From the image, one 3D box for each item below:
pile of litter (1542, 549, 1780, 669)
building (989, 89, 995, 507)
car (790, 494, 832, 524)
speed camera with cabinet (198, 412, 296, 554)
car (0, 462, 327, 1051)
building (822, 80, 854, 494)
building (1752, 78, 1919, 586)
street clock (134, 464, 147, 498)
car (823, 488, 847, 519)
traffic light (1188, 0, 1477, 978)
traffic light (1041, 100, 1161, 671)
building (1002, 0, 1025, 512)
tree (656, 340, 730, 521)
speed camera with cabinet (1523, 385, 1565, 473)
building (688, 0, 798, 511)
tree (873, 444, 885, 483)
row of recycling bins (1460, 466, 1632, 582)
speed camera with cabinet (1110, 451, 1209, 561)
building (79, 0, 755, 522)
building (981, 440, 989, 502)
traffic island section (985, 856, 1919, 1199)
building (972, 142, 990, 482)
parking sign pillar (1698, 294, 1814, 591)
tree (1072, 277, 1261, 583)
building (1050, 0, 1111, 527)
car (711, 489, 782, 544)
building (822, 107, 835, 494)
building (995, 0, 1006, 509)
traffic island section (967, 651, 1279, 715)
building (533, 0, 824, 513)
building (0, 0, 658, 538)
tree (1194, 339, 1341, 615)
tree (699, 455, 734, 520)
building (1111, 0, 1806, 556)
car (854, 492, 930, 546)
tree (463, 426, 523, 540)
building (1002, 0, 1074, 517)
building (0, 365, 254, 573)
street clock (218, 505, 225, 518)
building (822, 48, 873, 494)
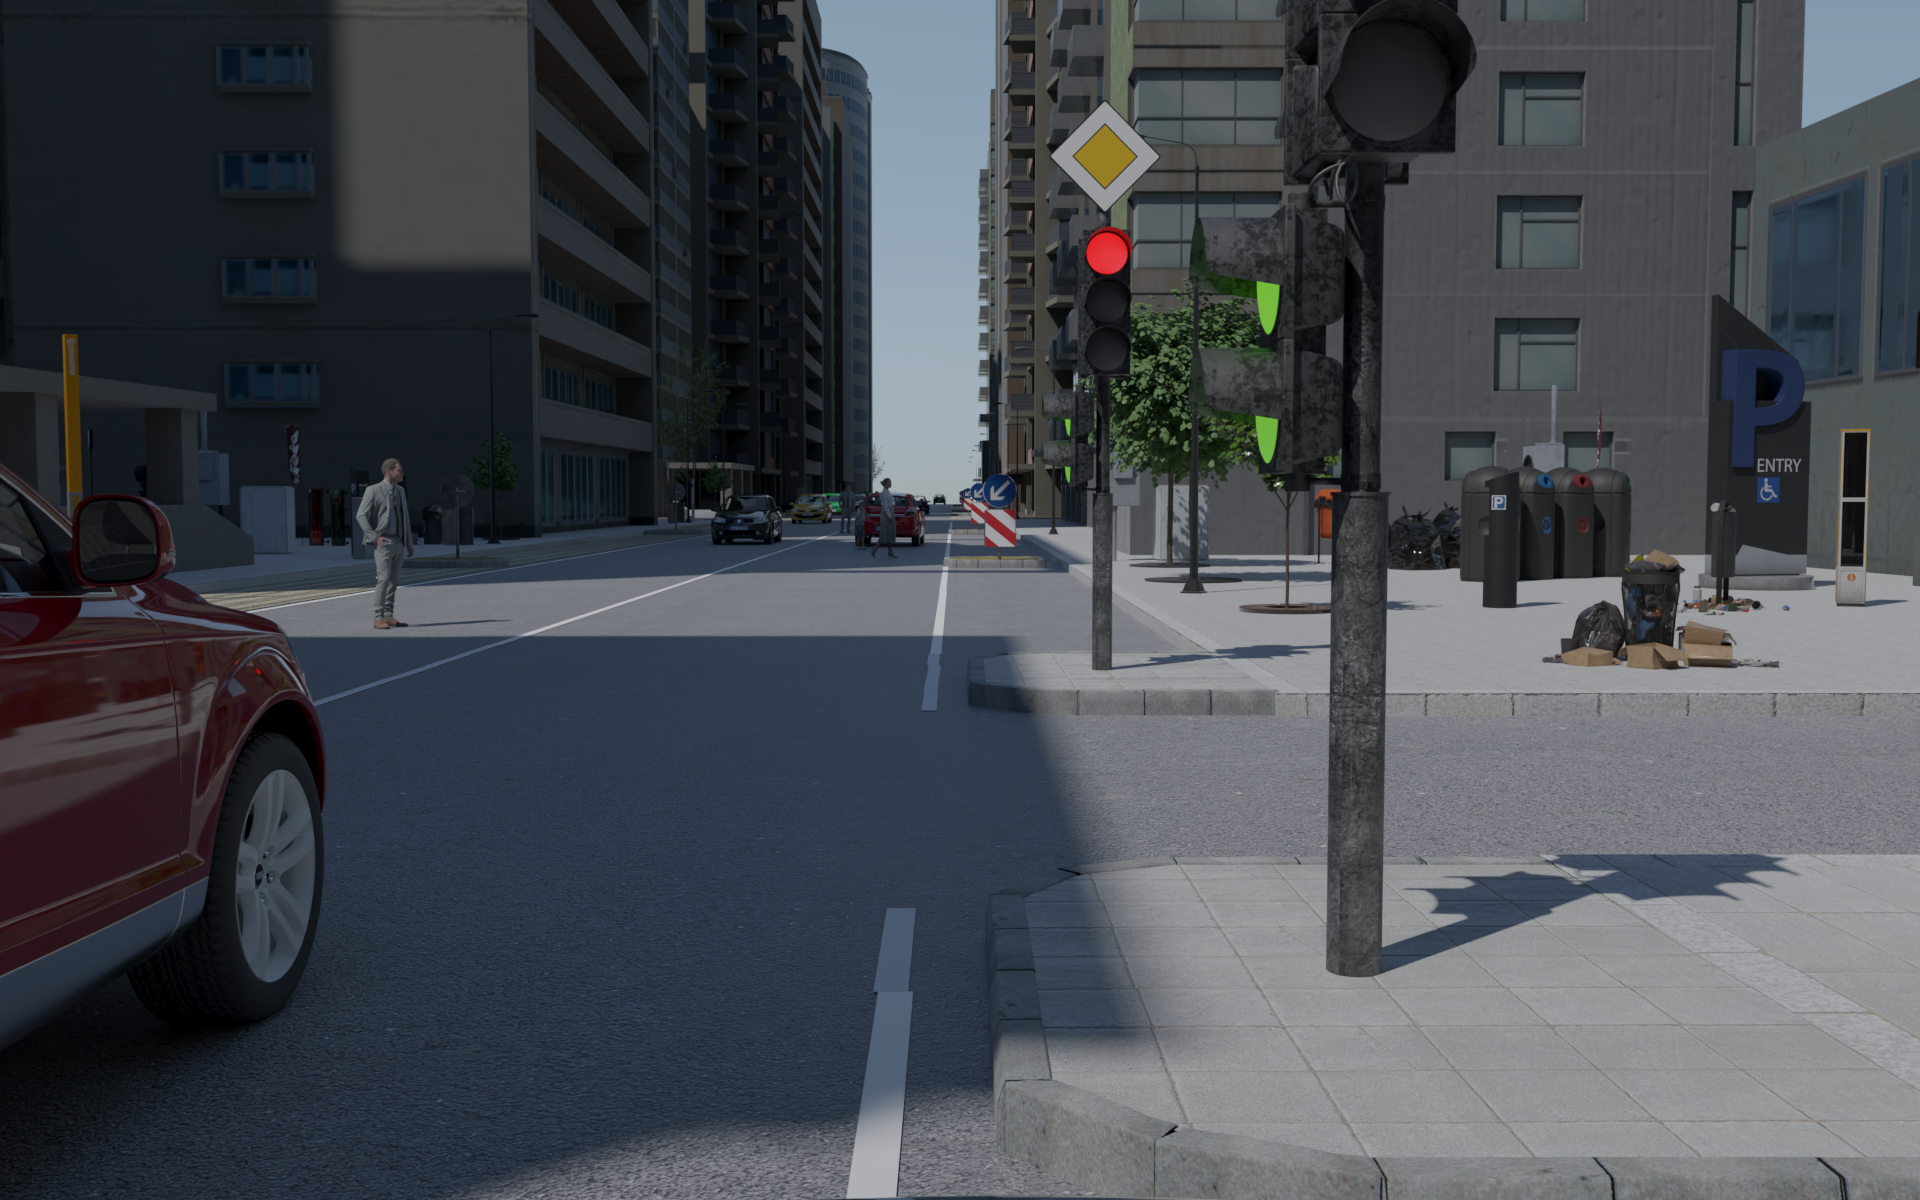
[{"bbox_3d":[5.326,0.054,13.090,1.719,0.858,1.176,1,4,22],"label":"pile of litter"},{"bbox_3d":[10.023,-30.260,178.337,14.154,41.232,14.086,0,4,0],"label":"building"},{"bbox_3d":[-7.254,-4.560,84.784,2.015,1.641,3.980,0,4,1],"label":"car"},{"bbox_3d":[-15.382,-2.615,37.092,2.038,3.252,0.660,0,4,-4],"label":"speed camera with cabinet"},{"bbox_3d":[-2.833,0.343,3.073,2.281,1.827,5.304,0,4,-1],"label":"car"},{"bbox_3d":[-19.447,-33.128,191.754,14.600,45.320,14.200,0,4,0],"label":"building"},{"bbox_3d":[28.830,-43.249,19.798,31.000,86.520,22.319,0,4,0],"label":"building"},{"bbox_3d":[-19.777,-2.293,42.060,0.358,2.002,0.471,1,4,10],"label":"street clock"},{"bbox_3d":[-7.514,-5.714,102.213,1.959,1.807,4.718,0,4,-2],"label":"car"},{"bbox_3d":[1.043,-0.956,4.552,0.839,4.253,0.868,0,4,0],"label":"traffic light"},{"bbox_3d":[1.018,-1.444,12.537,0.839,4.253,0.868,0,4,0],"label":"traffic light"},{"bbox_3d":[10.167,-29.171,127.055,14.600,45.320,14.200,0,4,0],"label":"building"},{"bbox_3d":[-12.919,-8.067,82.251,4.737,8.622,4.395,0,3,0],"label":"tree"},{"bbox_3d":[10.603,-2.317,32.225,0.660,3.252,2.038,0,4,-1],"label":"speed camera with cabinet"},{"bbox_3d":[-23.580,-28.809,125.653,22.147,44.769,28.867,0,4,0],"label":"building"},{"bbox_3d":[-12.683,-18.173,247.492,4.360,8.622,3.978,0,3,0],"label":"tree"},{"bbox_3d":[8.869,-1.172,26.269,3.534,1.692,1.069,-2,4,-35],"label":"row of recycling bins"},{"bbox_3d":[3.741,-2.385,33.329,2.038,3.252,0.660,-1,4,-9],"label":"speed camera with cabinet"},{"bbox_3d":[-28.661,-24.924,99.396,32.217,40.220,23.993,0,4,0],"label":"building"},{"bbox_3d":[13.837,-54.255,199.738,22.319,86.520,31.000,0,4,0],"label":"building"},{"bbox_3d":[1.083,1.077,4.666,2.009,0.180,2.903,0,4,0],"label":"traffic island section"},{"bbox_3d":[13.607,-37.428,231.552,23.786,49.044,30.456,0,4,0],"label":"building"},{"bbox_3d":[10.866,-2.145,23.548,1.447,3.967,1.447,-1,4,-13],"label":"parking sign pillar"},{"bbox_3d":[3.454,-2.556,25.499,4.285,4.588,4.351,0,3,0],"label":"tree"},{"bbox_3d":[15.261,-27.660,71.855,23.786,49.044,30.456,0,4,0],"label":"building"},{"bbox_3d":[-6.195,-2.491,50.518,2.009,1.686,4.222,0,4,0],"label":"car"},{"bbox_3d":[-20.365,-30.224,177.759,14.154,41.232,14.086,0,4,0],"label":"building"},{"bbox_3d":[13.510,-37.101,148.598,21.231,58.520,28.212,0,4,0],"label":"building"},{"bbox_3d":[1.058,0.589,12.651,2.009,0.180,2.903,0,4,0],"label":"traffic island section"},{"bbox_3d":[-23.405,-32.234,150.725,21.300,48.544,21.600,0,4,0],"label":"building"},{"bbox_3d":[-23.097,-26.657,59.544,21.300,48.544,21.600,0,4,0],"label":"building"},{"bbox_3d":[3.651,-1.476,18.737,1.663,3.219,1.824,0,3,0],"label":"tree"},{"bbox_3d":[-12.167,-5.603,86.218,1.663,3.219,1.824,0,3,0],"label":"tree"},{"bbox_3d":[10.555,-21.913,41.865,14.154,41.232,14.086,0,4,0],"label":"building"},{"bbox_3d":[-1.946,-2.434,48.829,2.155,1.783,4.494,0,4,1],"label":"car"},{"bbox_3d":[-12.814,-3.301,48.573,1.663,3.219,1.824,0,3,0],"label":"tree"},{"bbox_3d":[13.812,-27.530,104.739,22.147,44.769,28.867,0,4,0],"label":"building"},{"bbox_3d":[-28.908,-20.269,23.272,32.217,40.220,23.993,0,4,0],"label":"building"},{"bbox_3d":[-16.319,-2.058,38.214,0.471,2.002,0.358,3,5,45],"label":"street clock"},{"bbox_3d":[-22.707,-41.971,228.225,21.231,58.520,28.212,0,4,0],"label":"building"}]
